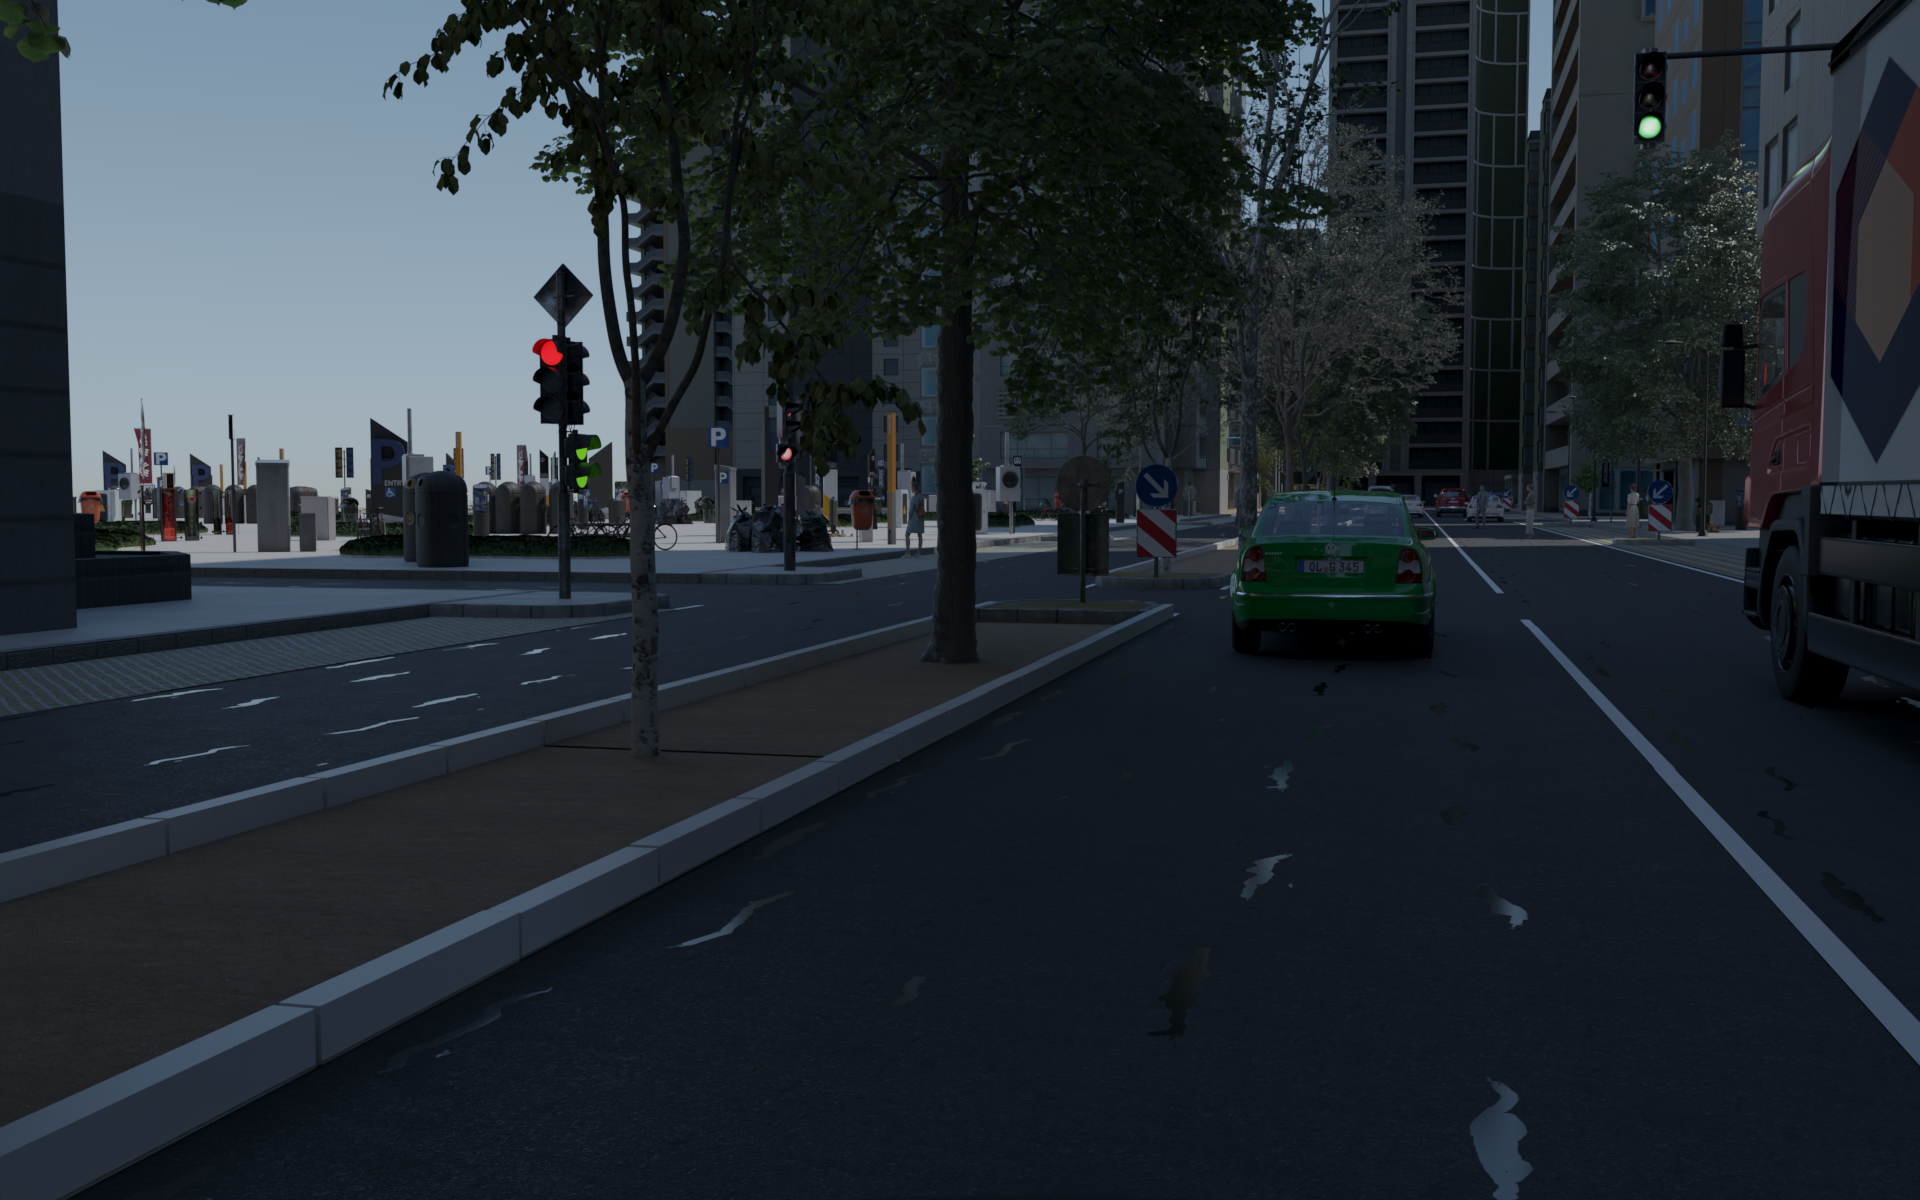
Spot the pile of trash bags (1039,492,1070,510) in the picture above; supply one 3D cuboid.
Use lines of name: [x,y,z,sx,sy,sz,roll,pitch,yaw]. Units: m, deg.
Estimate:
pile of trash bags: [5.283,-5.225,95.189,1.912,1.369,3.447,0,4,-2]

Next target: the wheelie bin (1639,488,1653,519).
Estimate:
wheelie bin: [35.145,-4.953,88.887,0.693,1.594,0.980,-1,4,-11]

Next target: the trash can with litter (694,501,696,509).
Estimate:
trash can with litter: [-12.748,-4.415,83.571,1.055,1.170,0.624,2,4,23]

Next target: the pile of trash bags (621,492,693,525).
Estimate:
pile of trash bags: [-12.833,-3.930,74.004,1.912,1.369,3.447,-2,4,-34]

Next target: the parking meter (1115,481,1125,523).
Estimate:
parking meter: [7.090,-4.350,76.838,0.399,1.863,0.255,0,4,-5]

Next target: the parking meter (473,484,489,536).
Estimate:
parking meter: [-11.544,-2.039,41.747,0.372,1.533,0.369,0,3,0]

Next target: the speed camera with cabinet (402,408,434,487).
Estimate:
speed camera with cabinet: [-12.176,-2.765,39.539,0.660,3.252,2.038,-2,4,-32]

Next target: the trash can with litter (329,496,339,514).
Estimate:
trash can with litter: [-29.958,-4.312,81.562,2.233,1.210,1.678,-3,4,-36]

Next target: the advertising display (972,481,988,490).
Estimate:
advertising display: [0.903,-4.966,86.404,0.974,1.923,0.123,-1,4,-21]

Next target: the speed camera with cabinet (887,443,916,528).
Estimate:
speed camera with cabinet: [-2.243,-4.435,66.854,0.660,3.252,2.038,1,4,15]

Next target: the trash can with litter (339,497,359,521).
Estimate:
trash can with litter: [-20.985,-2.951,59.641,0.624,1.170,1.055,-1,4,-10]

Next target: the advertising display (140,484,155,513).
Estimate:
advertising display: [-54.139,-6.742,115.438,0.974,1.923,0.123,-3,5,-45]

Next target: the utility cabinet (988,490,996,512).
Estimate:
utility cabinet: [1.783,-5.373,96.532,0.318,1.500,1.173,0,4,-7]

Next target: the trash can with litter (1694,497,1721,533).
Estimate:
trash can with litter: [25.018,-2.841,57.842,0.624,1.170,1.055,-1,4,-15]

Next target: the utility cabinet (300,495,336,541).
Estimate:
utility cabinet: [-17.793,-2.255,48.037,1.020,1.237,0.306,2,4,26]

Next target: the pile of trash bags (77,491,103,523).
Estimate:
pile of trash bags: [-26.234,-2.409,49.146,3.447,1.369,1.912,-2,4,-34]

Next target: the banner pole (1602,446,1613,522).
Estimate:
banner pole: [29.377,-5.412,78.497,0.863,3.779,0.401,-2,4,-26]

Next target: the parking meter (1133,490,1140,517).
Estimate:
parking meter: [9.939,-5.447,97.471,0.372,1.533,0.369,0,3,0]

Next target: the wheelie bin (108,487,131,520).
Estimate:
wheelie bin: [-39.355,-4.444,80.570,0.693,1.594,0.980,2,4,28]

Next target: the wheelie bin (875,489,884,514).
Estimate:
wheelie bin: [-4.809,-5.563,98.865,0.980,1.594,0.693,0,4,-5]

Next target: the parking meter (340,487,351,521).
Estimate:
parking meter: [-22.266,-3.328,62.830,0.372,1.533,0.369,0,3,0]

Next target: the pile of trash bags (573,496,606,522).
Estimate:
pile of trash bags: [-16.838,-4.311,80.238,3.447,1.369,1.912,-1,4,-9]

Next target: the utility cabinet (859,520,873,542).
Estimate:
utility cabinet: [-2.532,-2.153,46.365,0.306,1.237,1.020,-1,4,-9]

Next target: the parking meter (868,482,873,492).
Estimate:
parking meter: [-4.299,-4.810,84.349,0.255,1.863,0.399,-2,4,-24]

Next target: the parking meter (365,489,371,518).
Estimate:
parking meter: [-29.004,-4.690,85.091,0.372,1.533,0.369,0,3,0]

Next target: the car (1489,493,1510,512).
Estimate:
car: [39.761,-7.258,128.259,1.945,1.707,3.694,1,4,14]

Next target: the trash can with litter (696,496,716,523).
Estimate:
trash can with litter: [-10.888,-3.949,75.955,0.624,1.170,1.055,2,4,34]

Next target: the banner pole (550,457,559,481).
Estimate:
banner pole: [-24.105,-6.954,103.710,0.863,3.779,0.401,0,4,-3]

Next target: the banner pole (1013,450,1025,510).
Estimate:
banner pole: [3.443,-6.669,99.059,0.863,3.779,0.401,0,4,-2]

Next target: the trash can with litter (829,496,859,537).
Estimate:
trash can with litter: [-3.693,-2.531,52.446,1.678,1.210,2.233,0,4,2]

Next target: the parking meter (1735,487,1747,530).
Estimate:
parking meter: [27.883,-3.265,61.796,0.372,1.533,0.369,0,3,0]

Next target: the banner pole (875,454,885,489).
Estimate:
banner pole: [-5.010,-7.114,106.336,0.863,3.779,0.401,1,4,17]

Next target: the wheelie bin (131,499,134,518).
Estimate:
wheelie bin: [-44.451,-5.147,92.063,0.693,1.594,0.980,2,4,24]

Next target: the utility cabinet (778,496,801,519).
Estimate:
utility cabinet: [-5.806,-2.853,57.801,1.020,1.237,0.306,1,4,20]

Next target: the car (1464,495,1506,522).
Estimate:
car: [27.378,-4.767,90.299,2.083,1.381,4.827,1,4,16]

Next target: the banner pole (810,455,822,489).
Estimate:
banner pole: [-7.995,-6.440,95.309,0.863,3.779,0.401,1,4,15]

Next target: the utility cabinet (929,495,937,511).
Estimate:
utility cabinet: [-1.138,-4.920,91.598,1.020,1.237,0.306,0,4,-1]

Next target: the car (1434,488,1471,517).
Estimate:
car: [30.981,-6.132,108.935,2.281,1.827,5.304,1,4,15]

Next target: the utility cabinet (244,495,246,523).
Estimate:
utility cabinet: [-31.821,-4.035,77.141,0.306,1.237,1.020,3,5,42]

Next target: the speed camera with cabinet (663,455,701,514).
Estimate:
speed camera with cabinet: [-14.258,-5.781,88.857,2.038,3.252,0.660,-3,5,-44]

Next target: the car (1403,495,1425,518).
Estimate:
car: [27.222,-5.688,105.358,2.083,1.381,4.827,1,4,14]

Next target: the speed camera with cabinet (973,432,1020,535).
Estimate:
speed camera with cabinet: [0.862,-3.710,54.993,2.038,3.252,0.660,-1,4,-13]

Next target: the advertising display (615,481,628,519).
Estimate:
advertising display: [-16.845,-4.980,86.635,0.974,1.923,0.123,2,4,27]

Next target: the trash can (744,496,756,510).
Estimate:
trash can: [-12.902,-5.805,106.560,0.748,1.137,0.748,0,3,0]

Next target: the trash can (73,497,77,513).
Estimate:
trash can: [-50.637,-5.319,98.616,0.748,1.137,0.748,0,3,0]

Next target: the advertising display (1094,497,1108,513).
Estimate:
advertising display: [6.135,-4.389,76.972,0.974,1.923,0.123,2,4,34]

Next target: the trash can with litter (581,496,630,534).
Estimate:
trash can with litter: [-10.792,-2.531,52.441,2.233,1.210,1.678,-1,4,-23]

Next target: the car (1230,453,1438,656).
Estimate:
car: [3.660,-0.493,16.854,1.959,1.807,4.718,1,4,13]

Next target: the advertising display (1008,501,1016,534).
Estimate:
advertising display: [1.704,-3.135,56.477,0.123,1.923,0.974,0,4,-6]

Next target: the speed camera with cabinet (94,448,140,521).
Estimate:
speed camera with cabinet: [-36.398,-4.918,74.737,2.038,3.252,0.660,1,4,19]

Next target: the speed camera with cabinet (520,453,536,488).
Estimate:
speed camera with cabinet: [-21.470,-5.526,84.678,0.660,3.252,2.038,-3,5,-41]

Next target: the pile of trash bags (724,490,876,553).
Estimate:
pile of trash bags: [-3.485,-1.794,39.090,3.447,1.369,1.912,-2,4,-30]

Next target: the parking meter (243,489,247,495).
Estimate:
parking meter: [-33.928,-4.498,81.958,0.372,1.533,0.369,0,3,0]

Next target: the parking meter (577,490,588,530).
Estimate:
parking meter: [-13.624,-3.312,62.560,0.372,1.533,0.369,0,3,0]
